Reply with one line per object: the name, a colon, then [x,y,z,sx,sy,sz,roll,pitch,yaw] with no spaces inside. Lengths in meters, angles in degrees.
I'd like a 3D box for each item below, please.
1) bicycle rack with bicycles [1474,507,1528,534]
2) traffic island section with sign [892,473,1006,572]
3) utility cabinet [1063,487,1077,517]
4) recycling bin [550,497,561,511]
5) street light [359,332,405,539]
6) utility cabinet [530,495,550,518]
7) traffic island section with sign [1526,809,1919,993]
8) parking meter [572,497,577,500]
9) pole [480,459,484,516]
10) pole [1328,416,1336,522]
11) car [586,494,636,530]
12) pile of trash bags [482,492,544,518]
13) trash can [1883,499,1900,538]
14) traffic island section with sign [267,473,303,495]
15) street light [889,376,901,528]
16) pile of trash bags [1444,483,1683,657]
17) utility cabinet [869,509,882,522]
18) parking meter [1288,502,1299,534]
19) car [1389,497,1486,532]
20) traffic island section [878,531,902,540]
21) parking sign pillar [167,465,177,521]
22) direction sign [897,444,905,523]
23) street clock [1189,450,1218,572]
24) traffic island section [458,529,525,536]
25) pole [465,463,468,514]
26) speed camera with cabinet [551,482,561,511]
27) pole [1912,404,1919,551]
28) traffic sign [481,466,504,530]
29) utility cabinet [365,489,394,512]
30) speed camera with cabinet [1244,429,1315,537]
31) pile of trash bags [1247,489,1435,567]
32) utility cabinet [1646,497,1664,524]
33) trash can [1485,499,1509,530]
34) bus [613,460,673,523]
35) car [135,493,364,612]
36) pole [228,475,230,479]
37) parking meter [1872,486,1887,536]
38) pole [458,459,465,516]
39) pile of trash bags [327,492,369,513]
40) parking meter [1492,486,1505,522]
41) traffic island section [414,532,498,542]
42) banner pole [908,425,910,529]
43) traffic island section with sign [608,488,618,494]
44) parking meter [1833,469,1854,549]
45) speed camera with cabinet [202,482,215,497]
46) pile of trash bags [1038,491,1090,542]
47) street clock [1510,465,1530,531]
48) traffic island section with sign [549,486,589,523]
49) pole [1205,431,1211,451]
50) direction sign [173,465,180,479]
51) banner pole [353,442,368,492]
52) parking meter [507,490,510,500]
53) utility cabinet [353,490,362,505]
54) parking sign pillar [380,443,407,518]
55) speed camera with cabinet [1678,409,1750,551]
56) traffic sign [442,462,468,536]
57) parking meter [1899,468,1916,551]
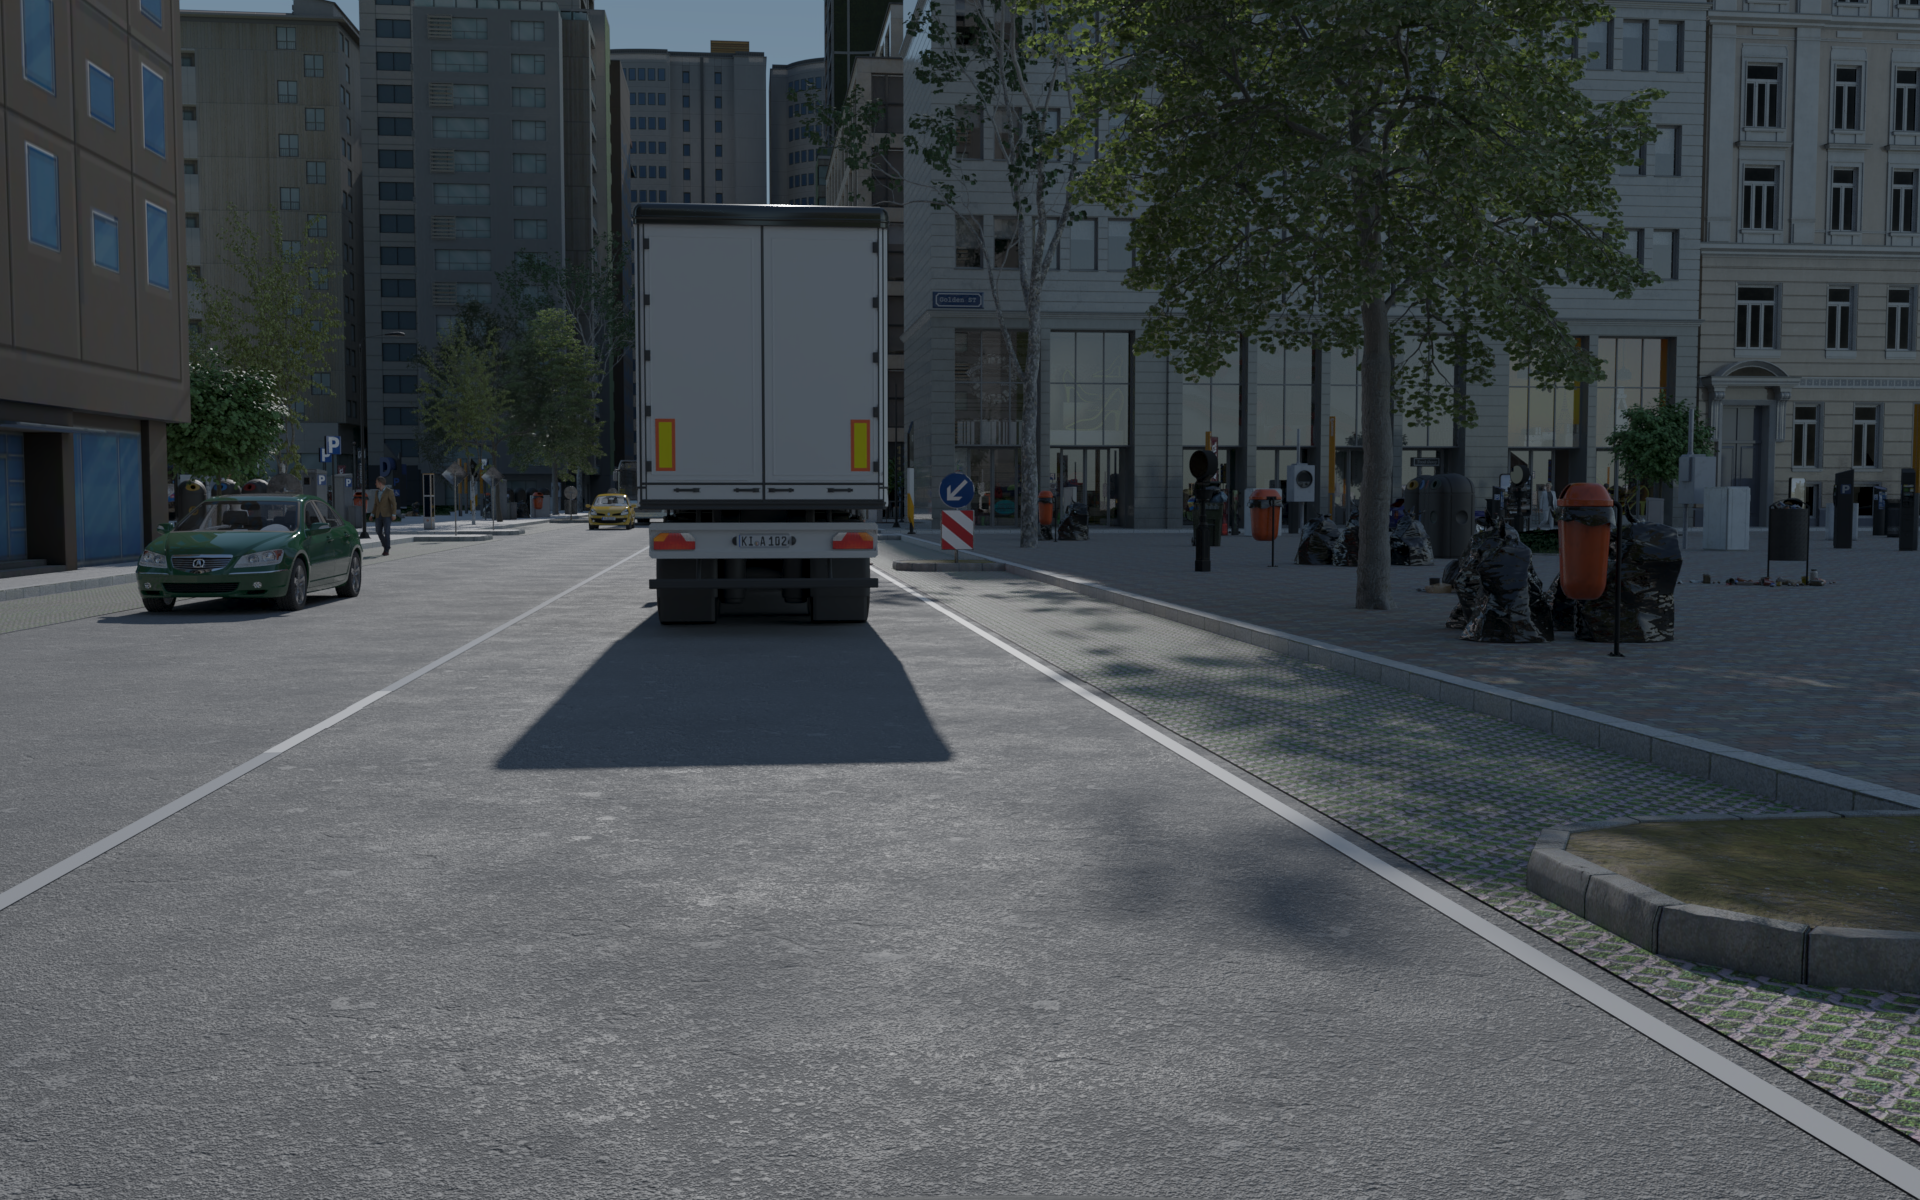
bicycle rack with bicycles: [14.650,-2.181,49.046,2.852,0.926,2.925,3,5,42]
traffic island section with sign: [-0.256,-1.477,32.772,1.989,1.847,2.006,0,4,-7]
utility cabinet: [3.349,-2.704,52.896,0.318,1.500,1.173,1,4,9]
recycling bin: [-31.369,-7.422,133.896,0.722,1.027,0.722,-3,5,-42]
street light: [-16.598,-4.721,49.724,1.470,5.913,1.316,0,4,-7]
utility cabinet: [-22.943,-5.106,94.648,1.020,1.237,0.306,-2,4,-26]
traffic island section with sign: [3.078,0.168,5.881,1.989,1.847,2.006,0,4,-7]
parking meter: [-26.406,-6.733,118.491,0.372,1.533,0.369,0,3,0]
pole: [-27.796,-6.531,100.624,0.158,3.312,0.155,0,3,0]
pole: [9.762,-3.158,45.484,0.158,3.312,0.155,0,3,0]
car: [-14.240,-3.709,70.860,2.015,1.641,3.980,0,4,-7]
pile of trash bags: [-23.687,-5.060,92.483,1.912,1.369,3.447,3,4,38]
trash can: [27.615,-2.412,51.094,0.748,1.137,0.748,0,3,0]
traffic island section with sign: [-12.583,-1.434,32.079,1.989,1.847,2.006,0,4,-7]
street light: [-2.979,-5.728,66.187,1.470,5.913,1.316,0,4,-7]
pile of trash bags: [5.293,-0.328,15.114,1.912,1.369,3.447,1,4,13]
utility cabinet: [-3.913,-4.226,80.258,0.306,1.237,1.020,-2,4,-26]
parking meter: [10.813,-3.083,56.112,0.255,1.863,0.399,0,4,-5]
car: [16.609,-2.900,59.994,3.894,1.354,1.945,0,4,-8]
traffic island section: [-2.974,-1.989,54.803,2.009,0.180,2.903,0,4,-7]
parking sign pillar: [-37.849,-5.746,82.426,1.447,3.967,1.447,-3,4,-39]
direction sign: [-2.623,-5.256,77.931,0.379,3.537,0.876,2,4,28]
street clock: [4.020,-1.471,28.622,0.358,2.002,0.471,-2,4,-34]
traffic island section: [-16.502,-2.380,61.186,2.009,0.180,2.903,0,4,-7]
pole: [-32.206,-7.283,112.924,0.158,3.312,0.155,0,3,0]
speed camera with cabinet: [-31.515,-8.433,132.212,2.038,3.252,0.660,0,4,-5]
pole: [21.696,-2.781,39.305,0.158,3.312,0.155,0,3,0]
traffic sign: [-16.479,-3.516,61.127,0.795,2.450,0.064,0,4,-7]
utility cabinet: [-27.149,-4.436,81.201,1.173,1.500,0.318,1,4,14]
speed camera with cabinet: [9.627,-3.536,52.154,2.038,3.252,0.660,-1,4,-14]
pile of trash bags: [6.716,-1.311,31.195,3.447,1.369,1.912,-1,4,-22]
utility cabinet: [13.169,-1.326,32.835,0.306,1.237,1.020,1,4,20]
trash can: [16.546,-2.553,53.400,0.748,1.137,0.748,0,3,0]
bus: [-14.725,-5.451,83.976,2.948,3.499,13.247,0,4,-6]
car: [-9.162,-0.664,22.656,2.131,1.459,4.920,0,4,-6]
pole: [-41.298,-6.364,97.902,0.158,3.312,0.155,0,3,0]
parking meter: [28.427,-2.759,53.514,0.372,1.533,0.369,0,3,0]
pole: [-28.676,-6.451,99.321,0.158,3.312,0.155,0,3,0]
pile of trash bags: [-25.344,-3.640,69.265,3.447,1.369,1.912,0,4,2]
parking meter: [16.254,-2.683,52.276,0.372,1.533,0.369,0,3,0]
traffic island section: [-15.521,-1.895,53.261,2.009,0.180,2.903,0,4,-7]
banner pole: [-1.767,-4.465,63.018,0.401,3.779,0.863,1,4,9]
traffic island section with sign: [-22.537,-6.361,112.636,1.989,1.847,2.006,0,4,-7]
parking meter: [20.807,-2.147,40.816,0.399,1.863,0.255,1,4,11]
speed camera with cabinet: [-35.794,-5.354,81.872,2.038,3.252,0.660,2,4,33]
pile of trash bags: [2.589,-2.333,47.900,1.912,1.369,3.447,1,4,10]
street clock: [14.003,-2.373,43.366,0.358,2.002,0.471,-2,4,-25]
traffic island section with sign: [-19.203,-4.710,85.644,1.989,1.847,2.006,0,4,-7]
pole: [8.084,-3.829,56.450,0.158,3.312,0.155,0,3,0]
direction sign: [-41.465,-6.099,91.723,0.379,3.537,0.876,2,4,33]
banner pole: [-28.766,-5.684,82.950,0.863,3.779,0.401,1,4,14]
parking meter: [-25.510,-5.452,97.557,0.372,1.533,0.369,0,3,0]
utility cabinet: [-29.831,-4.739,86.164,0.318,1.500,1.173,0,4,4]
parking sign pillar: [-30.053,-6.291,91.329,1.447,3.967,1.447,3,5,42]
speed camera with cabinet: [17.298,-2.776,39.728,0.660,3.252,2.038,-1,4,-8]
traffic sign: [-15.499,-3.031,53.202,0.795,2.450,0.064,0,4,-7]
parking meter: [21.386,-2.043,39.107,0.255,1.863,0.399,1,4,23]
